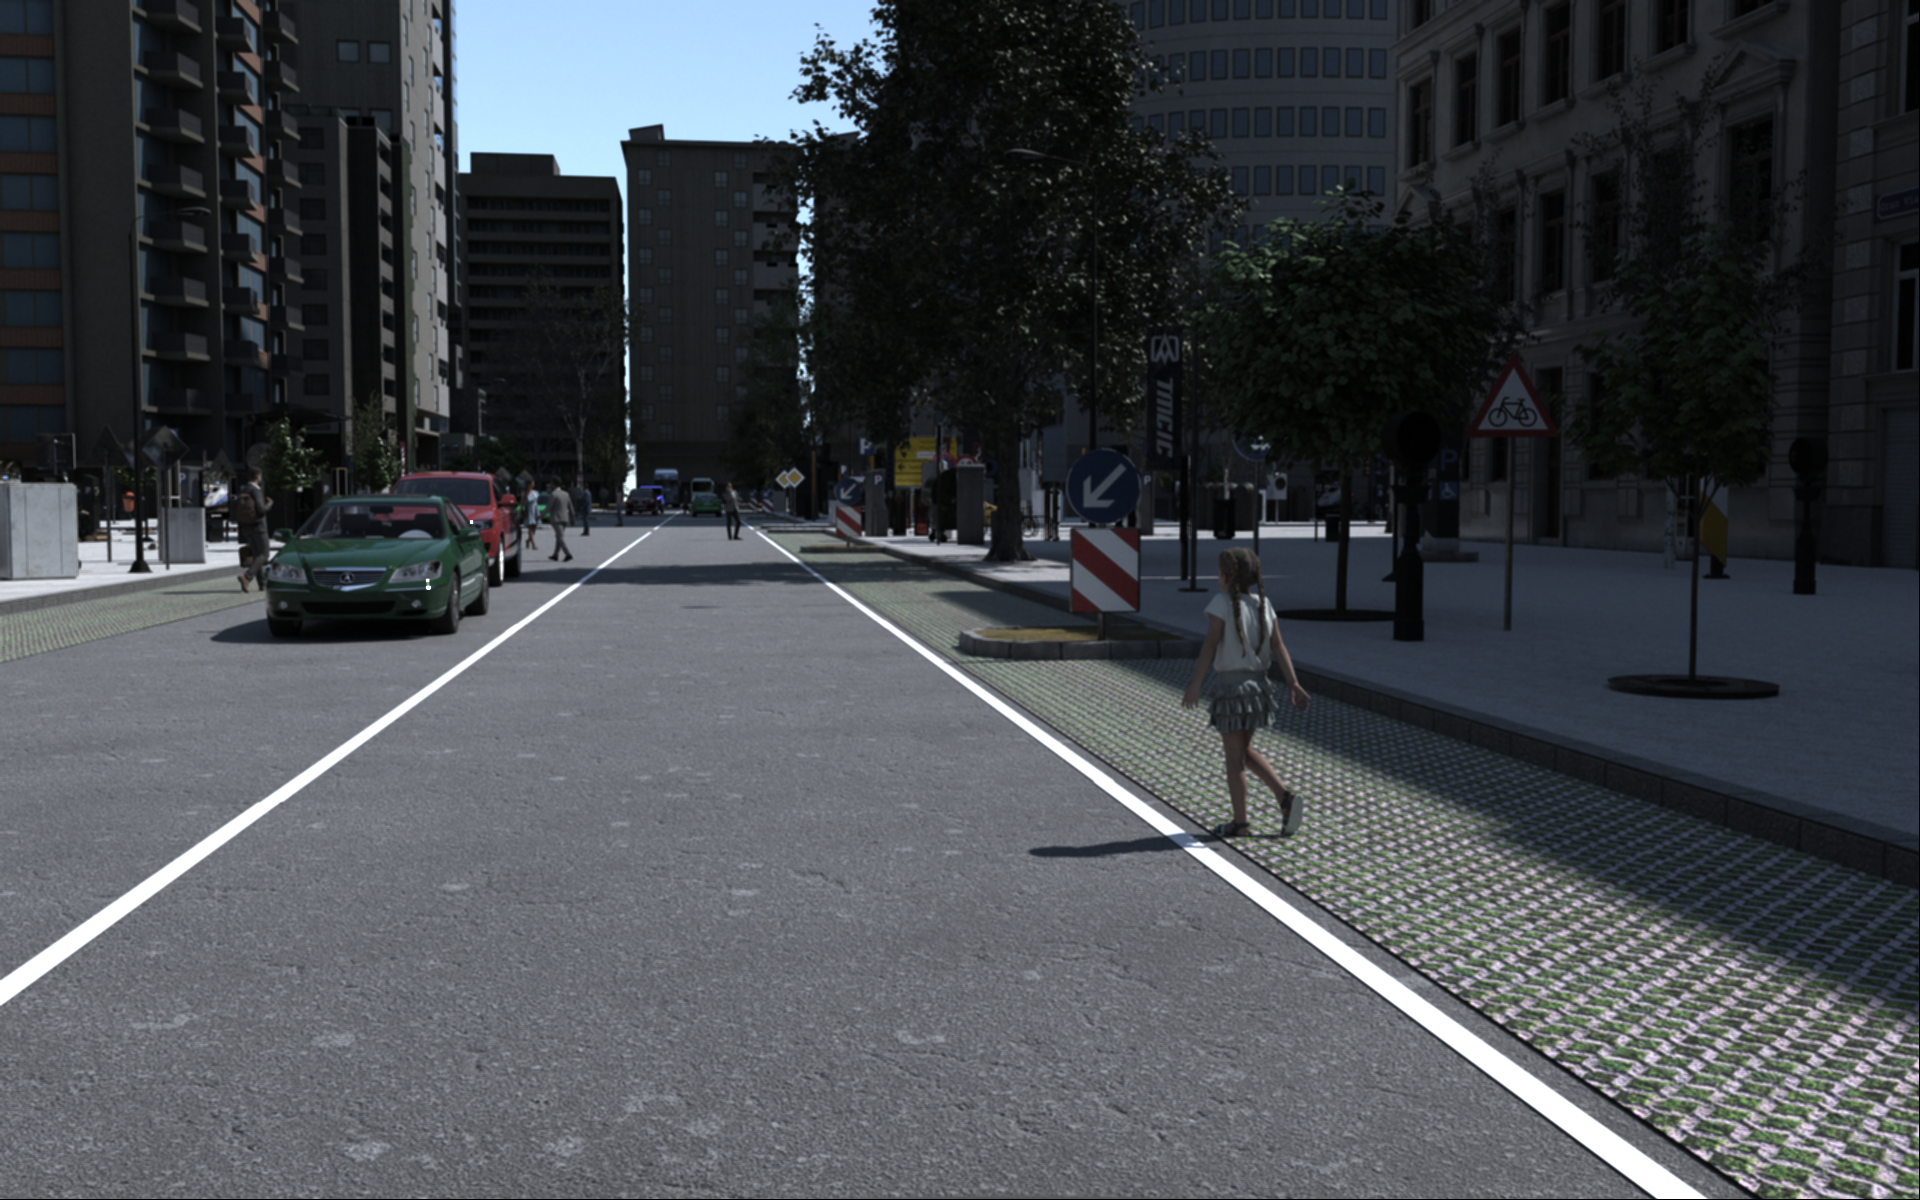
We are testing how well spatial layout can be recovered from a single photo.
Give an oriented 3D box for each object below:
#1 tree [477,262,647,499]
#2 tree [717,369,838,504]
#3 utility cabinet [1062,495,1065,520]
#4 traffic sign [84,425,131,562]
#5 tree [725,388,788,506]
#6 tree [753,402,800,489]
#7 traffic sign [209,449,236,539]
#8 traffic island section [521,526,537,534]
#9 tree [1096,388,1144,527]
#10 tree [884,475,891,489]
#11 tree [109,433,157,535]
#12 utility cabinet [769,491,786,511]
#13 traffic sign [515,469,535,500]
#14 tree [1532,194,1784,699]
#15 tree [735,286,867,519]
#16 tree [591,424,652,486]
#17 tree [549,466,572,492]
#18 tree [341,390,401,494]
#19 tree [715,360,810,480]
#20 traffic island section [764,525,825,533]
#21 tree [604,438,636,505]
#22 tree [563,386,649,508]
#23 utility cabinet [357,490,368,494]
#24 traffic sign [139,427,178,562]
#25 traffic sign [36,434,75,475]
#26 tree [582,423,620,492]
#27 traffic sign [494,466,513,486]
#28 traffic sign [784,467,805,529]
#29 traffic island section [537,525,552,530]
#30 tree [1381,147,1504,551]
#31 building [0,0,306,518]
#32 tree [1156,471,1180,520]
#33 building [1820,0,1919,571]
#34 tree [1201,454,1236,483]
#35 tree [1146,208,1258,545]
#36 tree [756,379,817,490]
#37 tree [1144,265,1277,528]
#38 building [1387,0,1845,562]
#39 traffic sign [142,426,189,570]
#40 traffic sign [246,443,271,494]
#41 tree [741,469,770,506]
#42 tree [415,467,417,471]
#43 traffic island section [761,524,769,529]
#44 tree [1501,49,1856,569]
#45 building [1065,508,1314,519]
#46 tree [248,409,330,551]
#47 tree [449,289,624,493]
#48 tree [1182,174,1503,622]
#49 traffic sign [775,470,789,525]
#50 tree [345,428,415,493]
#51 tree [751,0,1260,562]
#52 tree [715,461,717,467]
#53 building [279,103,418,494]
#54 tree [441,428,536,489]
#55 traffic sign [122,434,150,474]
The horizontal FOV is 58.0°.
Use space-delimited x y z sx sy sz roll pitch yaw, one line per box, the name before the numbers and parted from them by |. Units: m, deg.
tree | -32.842 -17.581 143.346 12.611 20.169 13.585 0 3 0
tree | -13.166 -11.956 129.891 8.767 10.594 7.601 -1 4 -15
utility cabinet | 4.735 -4.543 85.448 0.306 1.237 1.020 3 5 40
traffic sign | -15.957 -1.983 32.428 0.884 2.594 0.081 0 4 0
tree | -21.208 -16.249 183.794 7.486 12.596 7.792 0 3 0
tree | -14.798 -11.464 137.803 4.737 8.622 4.395 0 3 0
traffic sign | -21.274 -3.052 49.898 0.884 2.594 0.081 0 4 0
traffic island section | -16.515 -2.460 62.497 2.009 0.180 2.903 -1 4 -8
tree | 5.972 -6.797 61.497 4.360 8.622 3.978 0 3 0
tree | -5.801 -8.189 128.492 1.663 3.219 1.824 0 3 0
tree | -26.057 -3.707 55.209 1.663 3.219 1.824 0 3 0
utility cabinet | -15.092 -8.269 143.876 1.173 1.500 0.318 -1 4 -21
traffic sign | -17.659 -4.079 70.338 0.795 2.450 0.064 -1 4 -8
tree | 4.889 -1.022 11.314 1.663 3.219 1.824 0 3 0
tree | -7.540 -9.916 87.876 9.928 11.665 9.643 0 3 0
tree | -43.150 -17.493 220.414 8.767 10.594 7.601 0 4 -1
tree | -27.416 -7.613 119.068 1.663 3.219 1.824 0 3 0
tree | -42.130 -10.586 123.440 4.737 8.622 4.395 0 3 0
tree | -17.200 -14.937 154.596 12.009 13.543 11.850 0 3 0
traffic island section | -6.085 -2.553 64.026 2.009 0.180 2.903 -1 4 -8
tree | -41.557 -15.888 210.128 4.360 8.622 3.978 0 3 0
tree | -33.177 -14.476 162.442 9.928 11.665 9.643 0 3 0
utility cabinet | -30.894 -4.948 89.571 0.318 1.500 1.173 0 4 -5
traffic sign | -15.162 -2.001 32.818 0.768 2.556 0.104 0 4 -6
traffic sign | -15.295 -1.663 29.320 0.606 2.300 0.079 0 4 -4
tree | -36.812 -13.924 178.014 4.737 8.622 4.395 0 3 0
traffic sign | -16.493 -3.596 62.438 0.795 2.450 0.064 -1 4 -8
traffic sign | -6.108 -3.688 63.945 0.795 2.450 0.064 -1 4 -8
traffic island section | -17.681 -2.943 70.396 2.009 0.180 2.903 -1 4 -8
tree | 10.848 -5.342 37.698 4.360 8.622 3.978 0 3 0
building | -51.836 -27.327 101.414 22.147 44.769 28.867 -1 4 -8
tree | 10.461 -5.634 86.715 1.663 3.219 1.824 0 3 0
building | 23.017 -13.598 19.597 12.463 27.353 25.104 -1 4 -8
tree | 12.130 -5.355 82.159 1.663 3.219 1.824 0 3 0
tree | 6.172 -5.716 43.826 4.737 8.622 4.395 0 3 0
tree | -10.816 -9.822 110.950 4.360 8.622 3.978 0 3 0
tree | 8.730 -6.440 55.650 4.360 8.622 3.978 0 3 0
building | 19.341 -12.625 42.583 11.583 22.565 21.152 -1 4 -8
traffic sign | -13.399 -1.715 29.224 0.795 2.450 0.064 0 4 1
traffic sign | -17.389 -2.634 43.172 0.768 2.556 0.104 0 4 -7
tree | -22.441 -12.686 191.134 4.285 4.588 4.351 0 3 0
tree | -37.381 -7.592 118.722 1.663 3.219 1.824 0 3 0
traffic island section | -7.252 -3.036 71.926 2.009 0.180 2.903 -1 4 -8
tree | 12.272 -4.821 29.178 4.360 8.622 3.978 0 3 0
building | 19.041 -34.091 99.390 28.212 58.520 21.231 -1 4 -8
tree | -15.380 -2.746 39.492 1.663 3.219 1.824 0 3 0
tree | -25.026 -11.791 103.154 12.009 13.543 11.850 0 3 0
tree | 3.917 -2.094 17.951 4.285 4.588 4.351 0 3 0
traffic sign | -7.274 -4.171 71.845 0.795 2.450 0.064 -1 4 -8
tree | -17.333 -3.459 51.152 1.663 3.219 1.824 0 3 0
tree | 0.868 -7.093 32.984 9.611 12.733 9.660 0 3 0
tree | -27.475 -17.593 222.057 8.767 10.594 7.601 0 4 7
building | -49.898 -22.030 131.886 14.160 30.474 14.107 -1 4 -8
tree | -22.975 -6.279 86.377 4.285 4.588 4.351 0 3 0
traffic sign | -15.635 -1.948 33.029 0.795 2.450 0.064 0 4 -7
